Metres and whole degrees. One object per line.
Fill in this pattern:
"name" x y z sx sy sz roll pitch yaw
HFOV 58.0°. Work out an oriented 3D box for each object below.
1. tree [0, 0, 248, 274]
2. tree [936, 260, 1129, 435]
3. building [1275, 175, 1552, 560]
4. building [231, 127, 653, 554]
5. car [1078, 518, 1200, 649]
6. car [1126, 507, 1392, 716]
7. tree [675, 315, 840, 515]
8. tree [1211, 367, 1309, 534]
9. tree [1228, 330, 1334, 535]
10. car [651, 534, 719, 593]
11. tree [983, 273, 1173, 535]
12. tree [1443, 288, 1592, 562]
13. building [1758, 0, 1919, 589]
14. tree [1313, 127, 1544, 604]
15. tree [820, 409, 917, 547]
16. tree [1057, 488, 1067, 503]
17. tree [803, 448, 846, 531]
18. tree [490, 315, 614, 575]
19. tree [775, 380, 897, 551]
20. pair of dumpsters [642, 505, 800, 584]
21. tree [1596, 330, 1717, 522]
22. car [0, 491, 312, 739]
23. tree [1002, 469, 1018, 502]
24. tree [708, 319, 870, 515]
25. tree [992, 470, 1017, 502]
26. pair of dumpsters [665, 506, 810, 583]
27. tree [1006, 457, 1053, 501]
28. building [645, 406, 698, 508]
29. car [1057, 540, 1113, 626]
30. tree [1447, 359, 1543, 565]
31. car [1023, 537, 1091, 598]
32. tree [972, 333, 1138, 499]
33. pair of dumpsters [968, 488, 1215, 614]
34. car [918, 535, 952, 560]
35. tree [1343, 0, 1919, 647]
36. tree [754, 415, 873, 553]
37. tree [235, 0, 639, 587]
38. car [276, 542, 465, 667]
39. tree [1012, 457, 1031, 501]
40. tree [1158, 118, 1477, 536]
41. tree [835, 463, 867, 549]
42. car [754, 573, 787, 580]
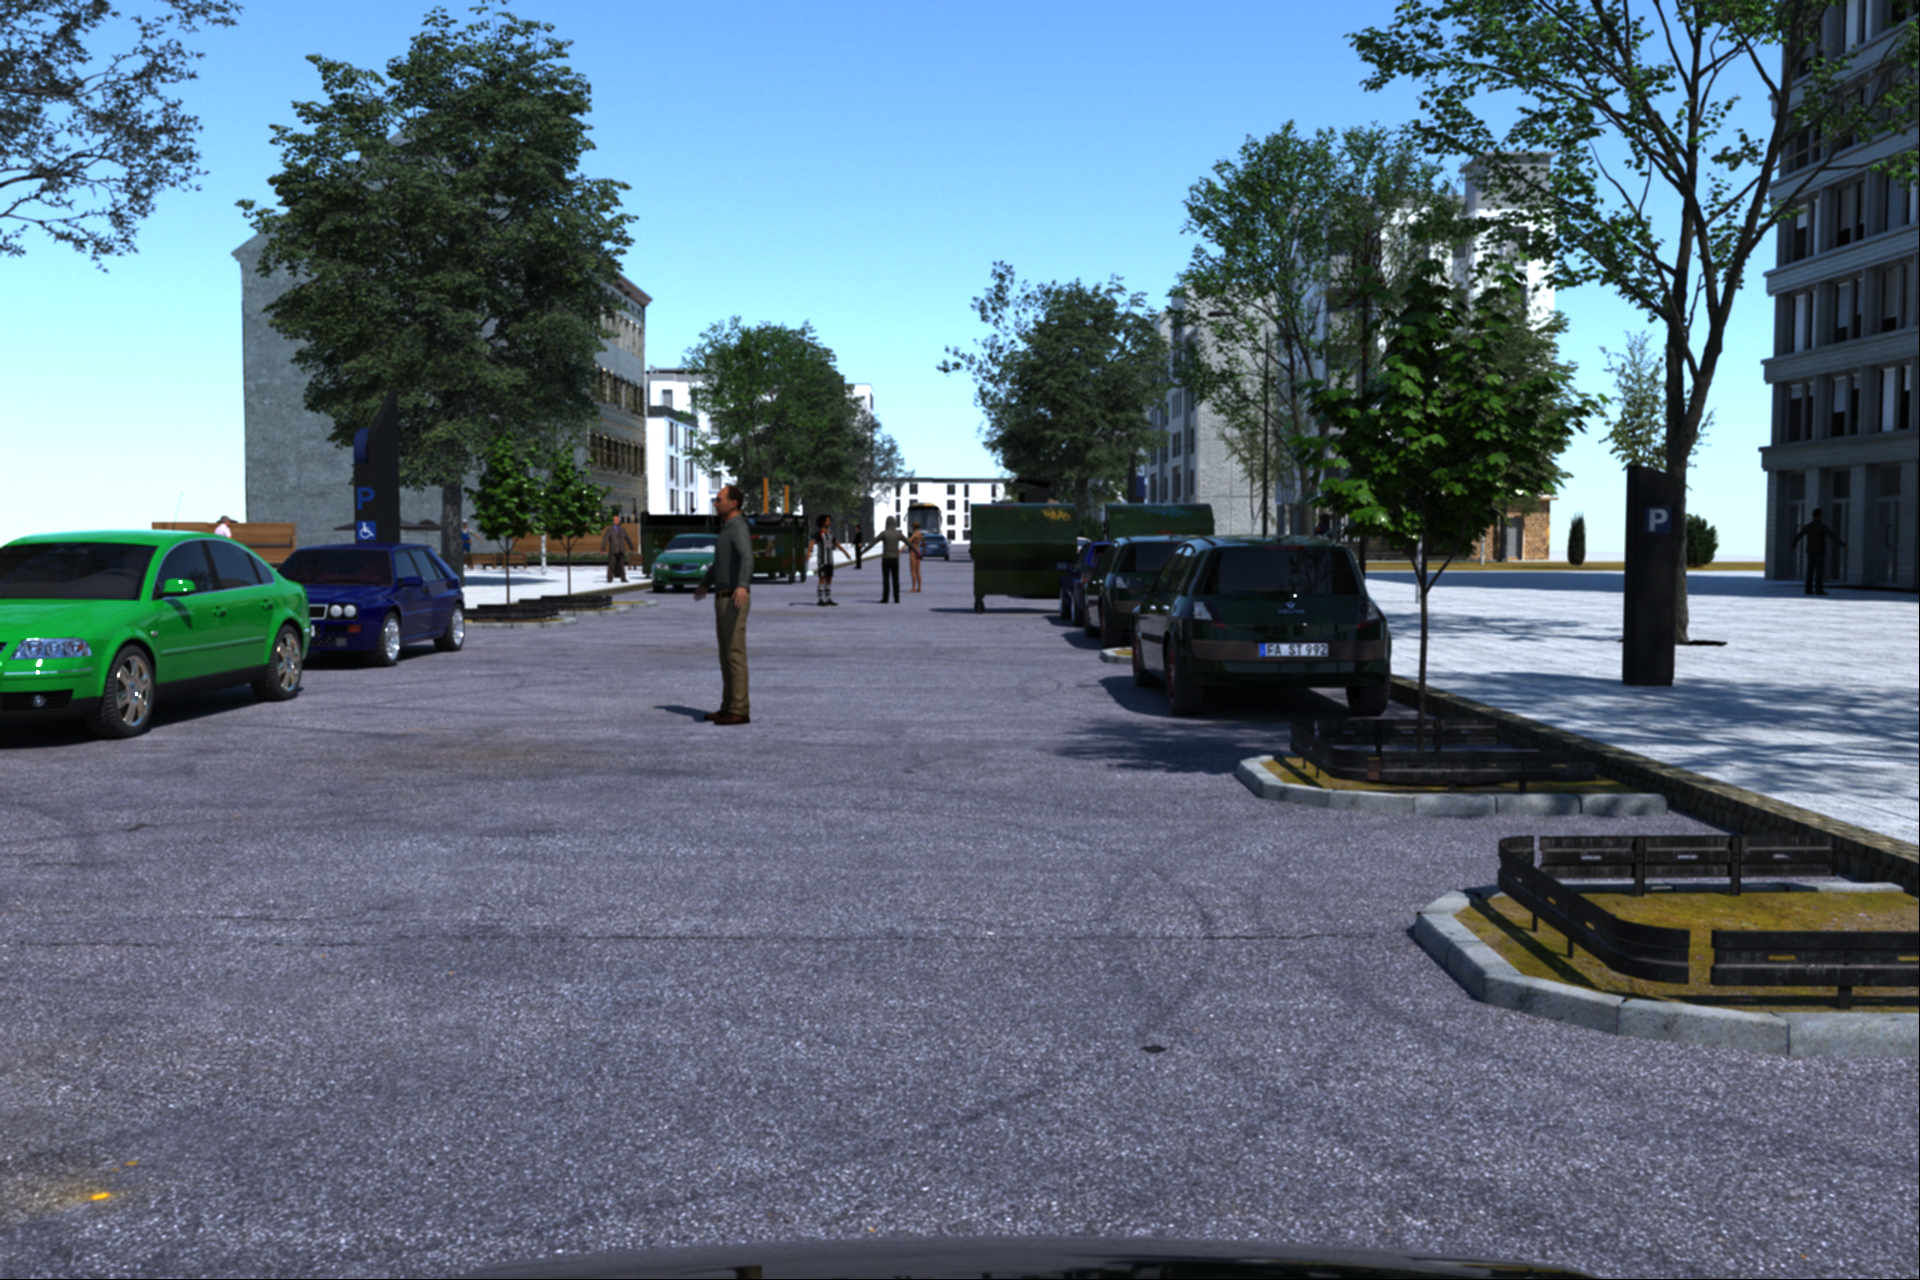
"tree" -12.554 -6.528 17.109 12.009 13.543 11.850 0 3 0
"tree" 5.026 -16.173 120.315 12.611 20.169 13.585 0 3 0
"building" 23.213 -14.770 97.904 16.016 20.090 11.380 0 4 0
"building" -29.434 -16.600 102.346 19.493 23.208 18.063 0 4 0
"car" 2.595 -0.799 22.854 2.009 1.686 4.222 0 4 -1
"car" 2.501 -0.323 15.067 2.009 1.686 4.222 0 4 0
"tree" -9.513 -9.532 81.603 9.928 11.665 9.643 0 3 0
"tree" 12.725 -7.698 76.228 4.360 8.622 3.978 0 3 0
"tree" 11.910 -6.846 62.288 4.360 8.622 3.978 0 3 0
"car" -6.587 -1.959 43.830 2.131 1.459 4.920 0 4 0
"tree" 5.872 -10.941 85.547 9.857 13.997 8.962 0 3 0
"tree" 24.963 -9.882 79.697 7.486 12.596 7.792 0 3 0
"building" 24.472 -11.556 35.620 8.464 21.280 15.925 0 4 0
"tree" 8.553 -4.989 31.937 4.360 8.622 3.978 0 3 0
"tree" -9.265 -15.698 167.037 12.009 13.543 11.850 0 3 0
"tree" 14.908 -19.481 252.932 7.601 10.594 8.767 0 4 3
"tree" -9.404 -10.749 126.104 4.360 8.622 3.978 0 3 0
"tree" -13.106 -6.327 53.814 4.360 8.622 3.978 0 3 0
"tree" -10.003 -13.755 135.257 12.009 13.543 11.850 0 3 0
"pair of dumpsters" -6.862 -2.742 49.777 4.436 2.255 1.574 0 4 0
"tree" 24.648 -6.825 61.948 4.737 8.622 4.395 0 3 0
"car" -6.662 -0.290 13.533 1.959 1.807 4.718 0 4 0
"tree" 5.590 -12.686 157.776 4.360 8.622 3.978 0 3 0
"tree" -10.098 -11.926 101.646 9.857 13.997 8.962 0 3 0
"tree" 5.537 -13.050 163.726 4.360 8.622 3.978 0 3 0
"pair of dumpsters" -6.686 -2.845 51.460 4.436 2.255 1.574 0 3 0
"tree" 6.006 -11.380 136.422 4.737 8.622 4.395 0 3 0
"building" -23.743 -11.317 127.181 9.099 9.664 28.070 0 3 0
"car" 2.579 -0.955 28.202 1.945 1.354 3.894 0 4 -1
"tree" 22.051 -7.449 72.148 4.737 8.622 4.395 0 3 0
"car" 2.309 -1.702 40.182 2.083 1.381 4.827 0 4 -1
"tree" 5.422 -11.749 102.469 12.009 13.543 11.850 0 3 0
"pair of dumpsters" 2.368 -1.630 31.604 4.436 2.255 1.574 0 4 -1
"car" -1.469 -5.110 95.550 2.014 1.417 4.499 0 4 0
"tree" 8.489 -5.757 19.881 9.928 11.665 9.643 0 3 0
"tree" -10.080 -11.138 116.519 8.767 10.594 7.601 0 4 -4
"tree" -12.452 -8.272 41.904 9.857 13.997 8.962 0 3 0
"car" -6.980 -0.446 19.876 1.945 1.354 3.894 0 4 0
"tree" 6.104 -12.185 149.581 4.737 8.622 4.395 0 3 0
"tree" 8.655 -7.139 42.470 9.928 11.665 9.643 0 3 0
"tree" -9.579 -11.902 144.955 4.737 8.622 4.395 0 3 0
"car" -6.580 -2.854 55.453 1.959 1.807 4.718 0 4 1
